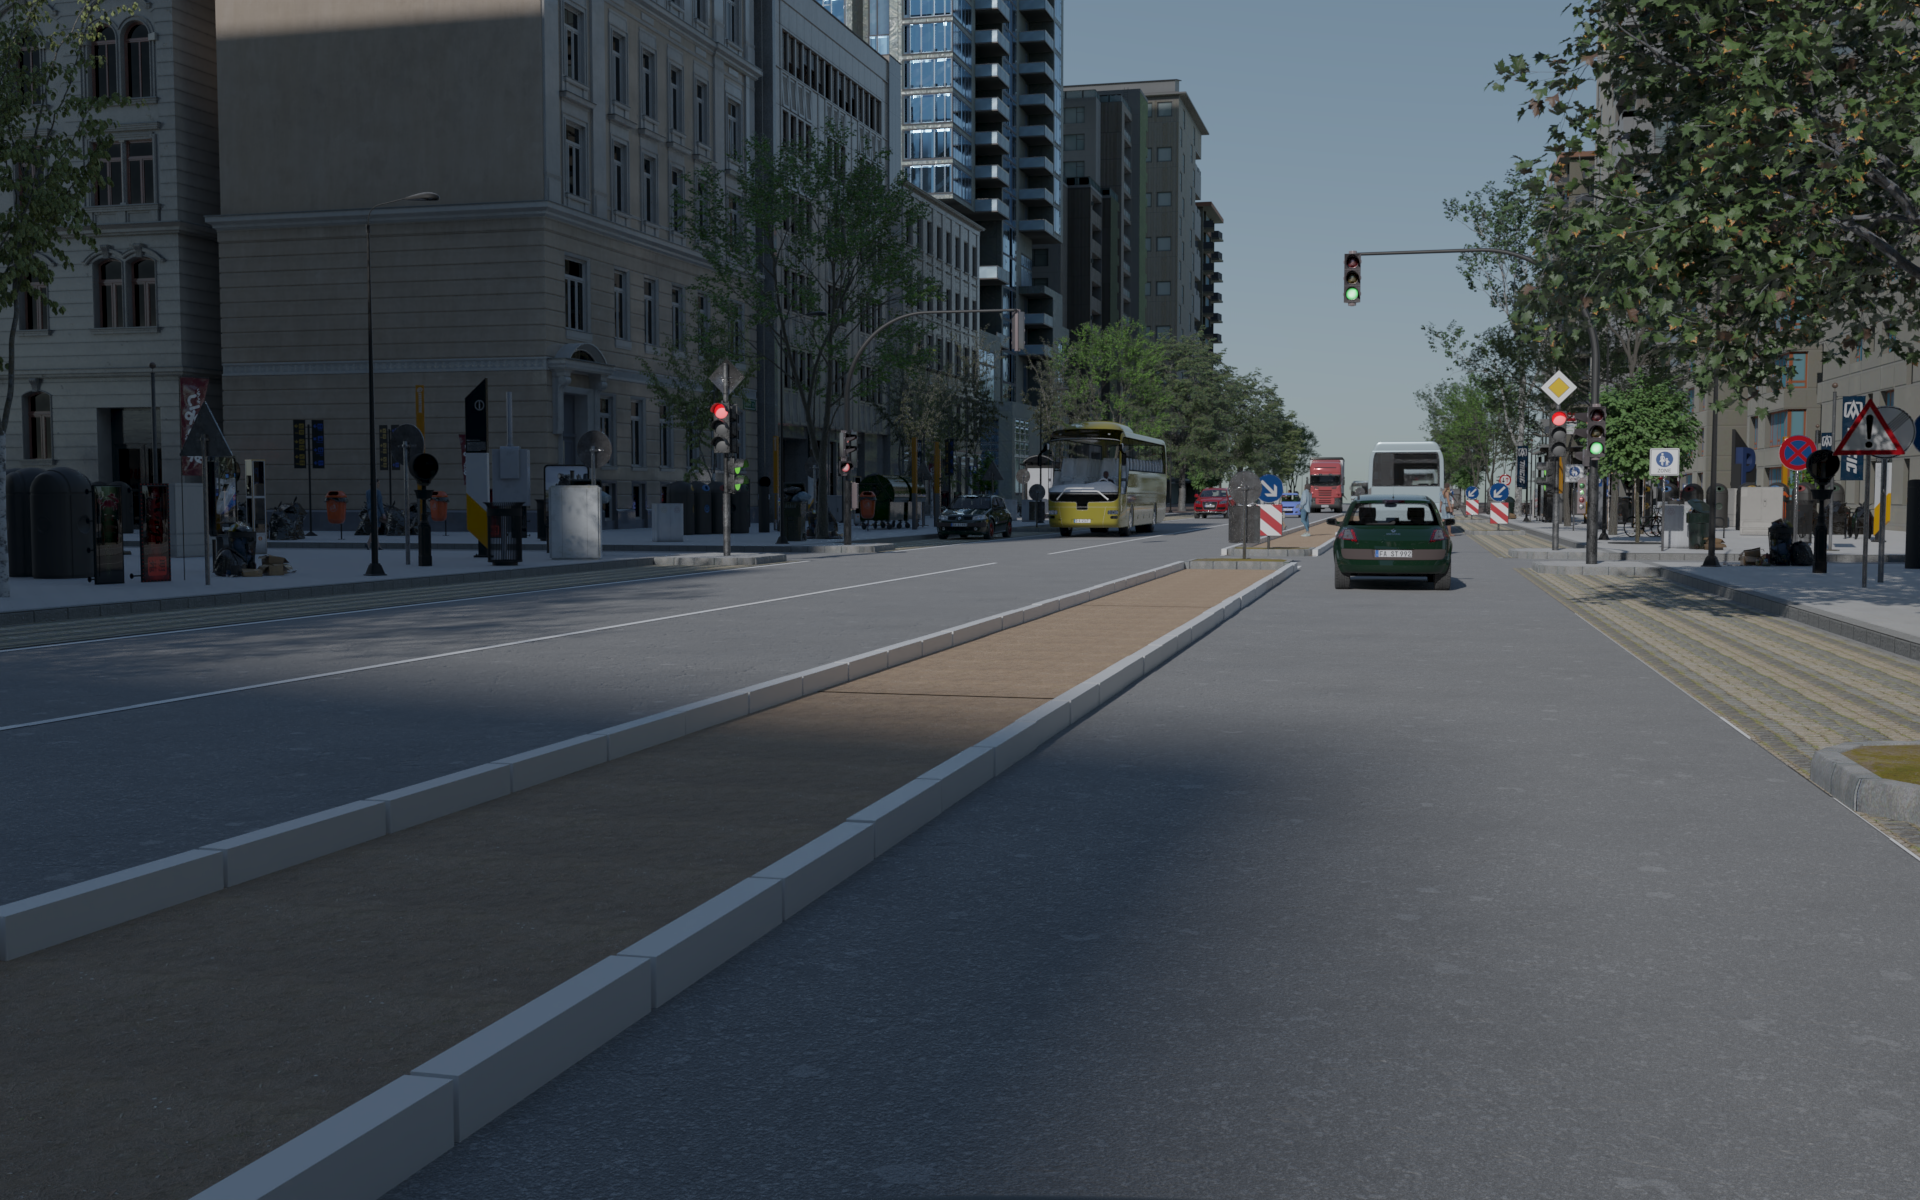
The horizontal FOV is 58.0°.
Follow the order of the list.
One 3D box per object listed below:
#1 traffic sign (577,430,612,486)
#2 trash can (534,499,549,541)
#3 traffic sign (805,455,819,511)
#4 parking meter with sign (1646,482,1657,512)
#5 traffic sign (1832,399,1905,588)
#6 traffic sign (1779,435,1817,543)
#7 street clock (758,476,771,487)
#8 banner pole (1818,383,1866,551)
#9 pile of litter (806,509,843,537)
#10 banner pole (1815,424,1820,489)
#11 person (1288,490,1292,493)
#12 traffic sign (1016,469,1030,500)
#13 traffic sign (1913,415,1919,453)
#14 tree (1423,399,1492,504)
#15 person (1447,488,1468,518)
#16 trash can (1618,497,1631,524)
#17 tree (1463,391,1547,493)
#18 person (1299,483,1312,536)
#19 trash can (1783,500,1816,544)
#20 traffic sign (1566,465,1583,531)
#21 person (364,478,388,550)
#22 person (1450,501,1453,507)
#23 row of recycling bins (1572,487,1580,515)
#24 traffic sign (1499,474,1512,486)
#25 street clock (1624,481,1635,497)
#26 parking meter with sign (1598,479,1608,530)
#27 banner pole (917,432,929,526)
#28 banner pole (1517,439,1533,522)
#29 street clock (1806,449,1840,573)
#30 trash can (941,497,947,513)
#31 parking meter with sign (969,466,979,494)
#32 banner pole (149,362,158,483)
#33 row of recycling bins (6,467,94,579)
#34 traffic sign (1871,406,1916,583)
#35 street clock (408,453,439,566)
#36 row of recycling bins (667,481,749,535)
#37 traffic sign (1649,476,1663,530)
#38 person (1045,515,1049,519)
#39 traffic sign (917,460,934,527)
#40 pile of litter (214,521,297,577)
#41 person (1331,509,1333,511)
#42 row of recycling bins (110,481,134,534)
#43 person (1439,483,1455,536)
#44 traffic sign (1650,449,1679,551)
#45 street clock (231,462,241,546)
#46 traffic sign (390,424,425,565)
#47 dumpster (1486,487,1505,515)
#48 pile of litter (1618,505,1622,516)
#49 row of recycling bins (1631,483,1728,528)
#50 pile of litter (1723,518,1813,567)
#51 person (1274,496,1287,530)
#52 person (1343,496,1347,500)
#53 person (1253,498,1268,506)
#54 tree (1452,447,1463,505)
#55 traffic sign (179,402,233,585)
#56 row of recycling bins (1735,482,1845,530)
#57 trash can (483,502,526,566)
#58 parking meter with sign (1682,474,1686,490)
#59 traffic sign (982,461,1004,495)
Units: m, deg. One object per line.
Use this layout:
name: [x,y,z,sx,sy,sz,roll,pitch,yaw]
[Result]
traffic sign: [-7.295,-2.104,34.511,0.768,2.556,0.104,1,4,17]
trash can: [-11.260,-2.185,47.377,0.748,1.137,0.748,0,3,0]
traffic sign: [-4.776,-3.477,56.952,0.768,2.556,0.104,1,4,21]
parking meter with sign: [42.445,-6.816,107.699,1.738,3.016,0.543,2,4,25]
traffic sign: [12.417,-1.450,23.709,0.884,2.594,0.081,1,4,21]
traffic sign: [18.095,-2.285,37.472,0.768,2.556,0.104,1,4,15]
street clock: [-7.967,-4.039,70.605,0.471,2.002,0.358,-2,4,-25]
banner pole: [19.862,-2.991,38.914,0.863,3.779,0.401,1,4,19]
pile of litter: [-4.212,-2.338,52.195,1.176,0.858,1.719,-2,4,-29]
banner pole: [30.871,-4.405,62.037,0.401,3.779,0.863,-2,4,-28]
person: [22.460,-6.685,118.618,0.721,1.723,1.217,2,4,25]
traffic sign: [3.165,-5.333,87.305,0.768,2.556,0.104,1,4,22]
traffic sign: [14.333,-1.546,25.386,0.768,2.556,0.104,1,4,21]
tree: [65.121,-19.508,225.605,9.857,13.997,8.962,0,3,0]
person: [29.793,-5.836,104.134,1.509,1.804,0.699,1,4,9]
trash can: [27.995,-3.774,73.363,0.748,1.137,0.748,0,3,0]
tree: [36.931,-10.133,116.039,4.360,8.622,3.978,0,3,0]
person: [11.714,-3.046,58.566,0.793,1.790,0.793,0,4,0]
trash can: [20.869,-1.922,43.085,0.748,1.137,0.748,0,3,0]
traffic sign: [21.315,-3.547,60.121,0.606,2.300,0.079,1,4,19]
person: [-14.624,-2.120,43.188,0.581,1.822,0.654,3,5,42]
person: [26.484,-4.919,93.601,0.352,1.250,0.332,1,4,17]
row of recycling bins: [38.199,-6.027,105.660,3.534,1.692,1.069,1,4,11]
traffic sign: [34.675,-6.732,110.177,0.768,2.556,0.104,1,4,22]
street clock: [30.312,-4.520,78.468,0.471,2.002,0.358,1,4,18]
parking meter with sign: [23.228,-4.074,62.867,0.543,3.016,1.738,2,4,31]
banner pole: [-1.586,-4.900,70.124,0.401,3.779,0.863,-3,4,-36]
banner pole: [25.763,-5.434,78.864,0.863,3.779,0.401,1,4,14]
street clock: [13.958,-1.437,28.064,0.471,2.002,0.358,1,4,16]
trash can: [-1.025,-5.199,96.665,0.748,1.137,0.748,0,3,0]
parking meter with sign: [1.271,-6.777,107.056,0.543,3.016,1.738,-2,4,-34]
banner pole: [-15.406,-2.636,33.122,0.401,3.779,0.863,-2,4,-28]
row of recycling bins: [-14.701,-1.240,27.379,3.534,1.692,1.069,3,5,44]
traffic sign: [13.349,-1.525,25.038,0.768,2.556,0.104,1,4,18]
street clock: [-9.518,-1.602,30.771,0.471,2.002,0.358,-3,4,-37]
row of recycling bins: [-8.074,-2.950,55.350,1.069,1.692,3.534,2,4,32]
traffic sign: [24.847,-3.808,62.263,0.884,2.594,0.081,1,4,22]
person: [3.990,-3.517,71.494,0.738,1.151,1.012,-1,4,-19]
traffic sign: [-1.434,-4.080,66.712,0.884,2.594,0.081,1,4,20]
pile of litter: [-11.135,-0.828,27.501,1.176,0.858,1.719,1,4,20]
person: [31.489,-8.416,146.042,1.348,1.831,0.705,0,4,4]
row of recycling bins: [-28.548,-3.033,56.709,3.534,1.692,1.069,1,4,20]
person: [16.378,-3.048,58.429,0.778,1.811,0.616,0,4,-7]
traffic sign: [15.774,-2.245,38.829,0.606,2.300,0.079,1,4,23]
street clock: [-15.906,-2.032,37.800,0.358,2.002,0.471,0,4,5]
traffic sign: [-10.034,-1.915,31.408,0.768,2.556,0.104,1,4,22]
dumpster: [33.418,-6.241,107.794,1.264,1.857,1.865,1,4,14]
pile of litter: [36.997,-4.990,95.548,1.176,0.858,1.719,-2,4,-29]
row of recycling bins: [27.660,-3.639,66.614,3.534,1.692,1.069,2,4,35]
pile of litter: [14.581,-1.052,31.161,1.719,0.858,1.176,1,4,9]
person: [12.573,-3.633,68.244,0.624,1.780,0.694,2,4,28]
person: [31.074,-8.165,141.937,1.348,1.831,0.705,0,4,4]
person: [12.809,-3.969,73.746,0.623,1.781,0.721,-2,4,-25]
tree: [61.562,-15.961,211.332,4.360,8.622,3.978,0,3,0]
traffic sign: [-10.622,-1.491,24.384,0.884,2.594,0.081,1,4,16]
row of recycling bins: [28.884,-3.255,60.329,3.534,1.692,1.069,3,5,40]
trash can: [-8.184,-1.191,31.133,0.748,1.137,0.748,0,3,0]
parking meter with sign: [45.038,-6.796,107.382,0.543,3.016,1.738,3,4,36]
traffic sign: [1.261,-4.096,66.975,0.884,2.594,0.081,1,4,16]
